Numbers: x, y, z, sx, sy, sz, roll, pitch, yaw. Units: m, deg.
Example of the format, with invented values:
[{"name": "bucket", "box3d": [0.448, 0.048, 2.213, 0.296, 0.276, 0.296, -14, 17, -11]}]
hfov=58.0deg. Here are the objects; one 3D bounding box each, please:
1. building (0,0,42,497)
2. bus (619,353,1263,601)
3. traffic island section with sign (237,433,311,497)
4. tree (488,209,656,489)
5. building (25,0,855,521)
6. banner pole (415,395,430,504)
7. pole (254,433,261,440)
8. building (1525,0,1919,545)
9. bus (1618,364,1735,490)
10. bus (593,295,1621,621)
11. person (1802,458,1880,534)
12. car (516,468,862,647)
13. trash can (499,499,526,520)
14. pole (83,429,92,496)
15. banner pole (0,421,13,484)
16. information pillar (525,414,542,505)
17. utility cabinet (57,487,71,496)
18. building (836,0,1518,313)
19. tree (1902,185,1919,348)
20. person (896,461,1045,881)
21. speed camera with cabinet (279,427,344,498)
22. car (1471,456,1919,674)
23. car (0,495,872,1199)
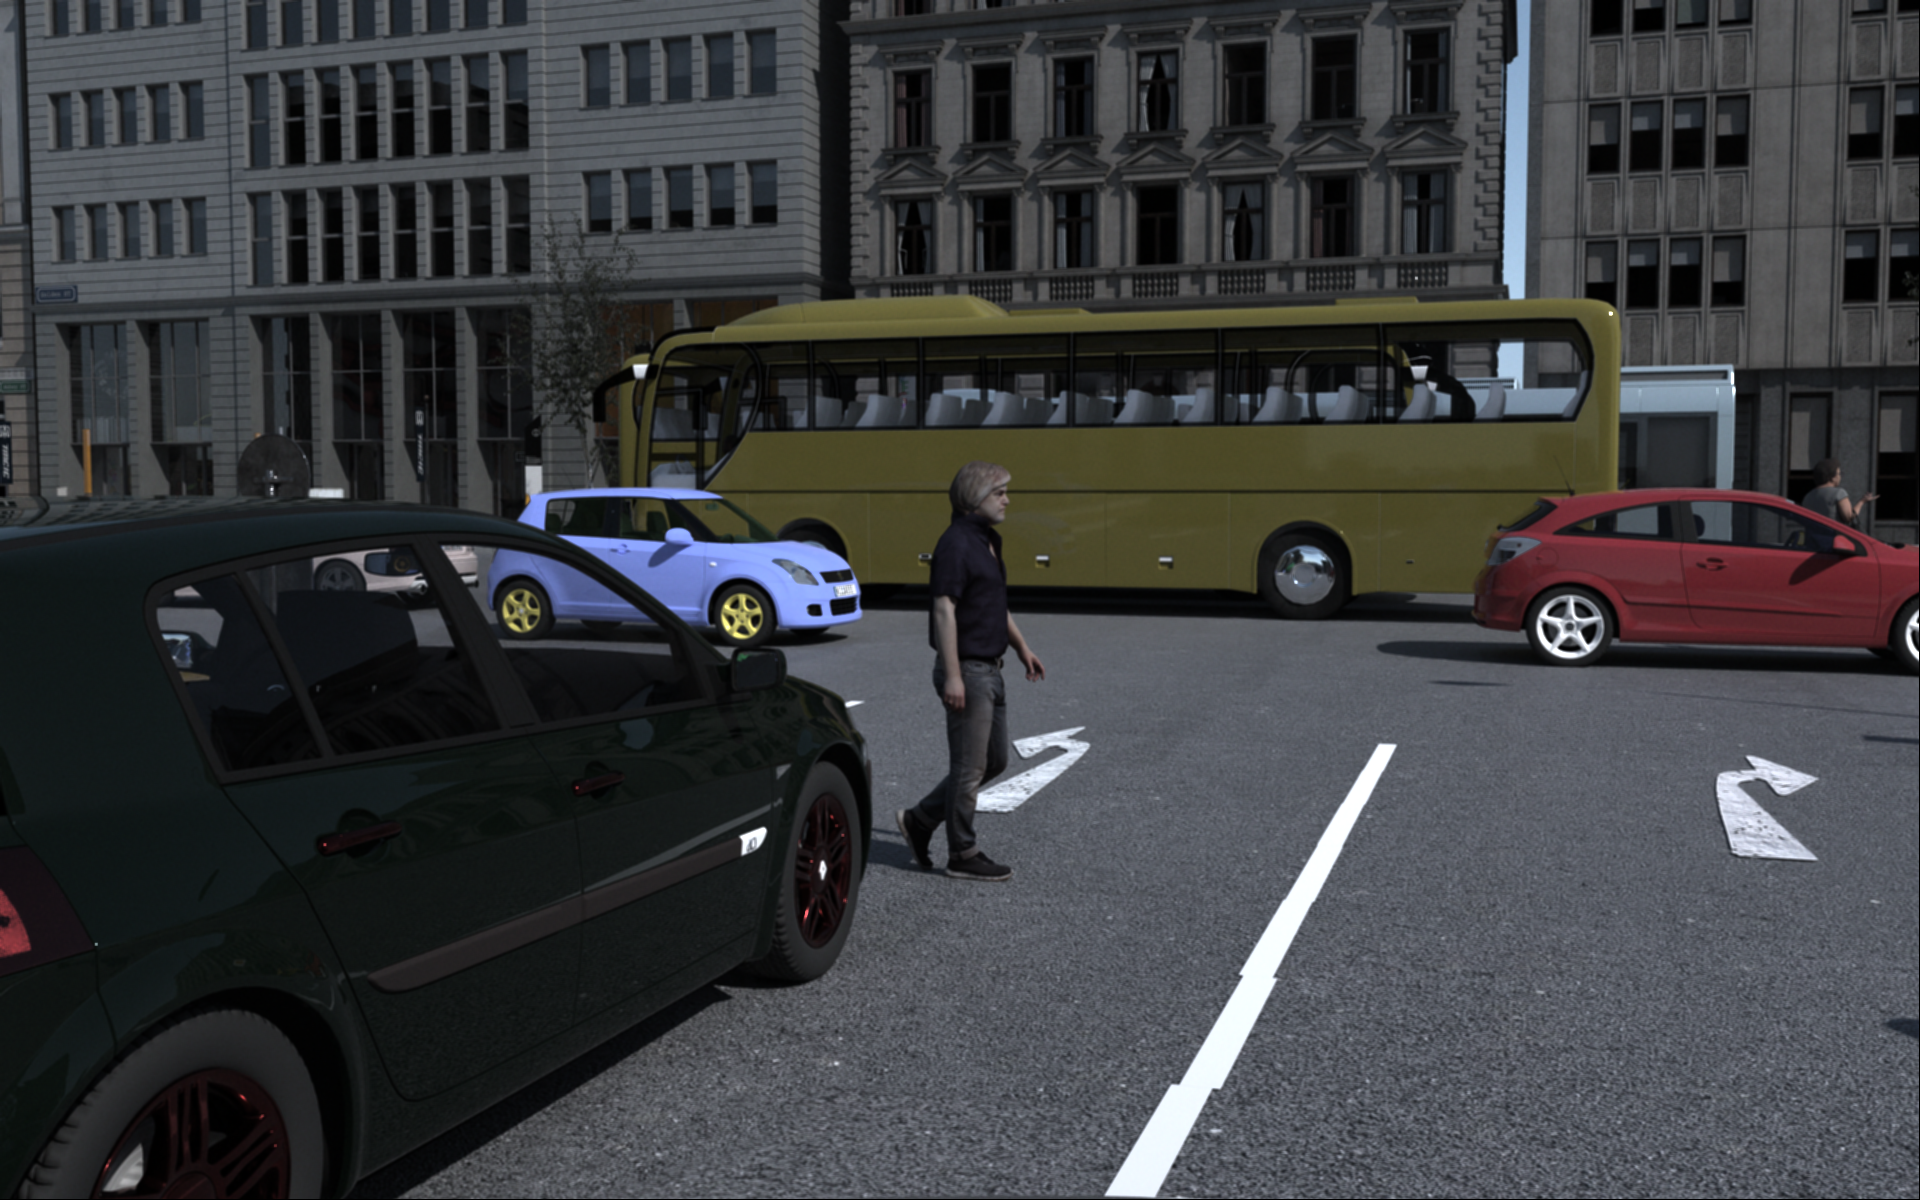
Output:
[{"name": "building", "box3d": [-40.748, -17.432, 70.919, 20.117, 28.700, 13.634, 1, 4, 18]}, {"name": "bus", "box3d": [1.052, -2.057, 25.185, 12.252, 3.916, 2.896, 1, 4, 18]}, {"name": "traffic island section with sign", "box3d": [-5.379, -0.270, 12.554, 2.006, 1.907, 1.989, 1, 4, 18]}, {"name": "tree", "box3d": [-9.642, -5.751, 44.390, 4.360, 8.622, 3.978, 0, 3, 0]}, {"name": "building", "box3d": [-17.033, -17.360, 61.329, 29.804, 29.767, 11.434, 1, 4, 18]}, {"name": "banner pole", "box3d": [-13.523, -3.281, 43.655, 0.401, 3.779, 0.863, 1, 4, 9]}, {"name": "pole", "box3d": [-23.504, -3.926, 58.026, 0.158, 3.312, 0.155, 0, 3, 0]}, {"name": "building", "box3d": [26.236, -14.068, 48.033, 19.932, 24.808, 12.078, 1, 4, 18]}, {"name": "bus", "box3d": [5.002, -2.003, 27.609, 13.247, 3.499, 2.948, 1, 4, 19]}, {"name": "bus", "box3d": [1.577, -1.829, 21.457, 12.252, 3.916, 2.896, 1, 4, 18]}, {"name": "person", "box3d": [8.555, -0.485, 16.793, 0.532, 1.782, 0.716, -1, 4, -22]}, {"name": "car", "box3d": [-2.813, -0.468, 17.237, 3.694, 1.707, 1.945, 1, 4, 19]}, {"name": "trash can", "box3d": [-12.674, -2.291, 49.117, 0.748, 1.137, 0.748, 0, 3, 0]}, {"name": "pole", "box3d": [-27.436, -3.709, 54.483, 0.158, 3.312, 0.155, 0, 3, 0]}, {"name": "banner pole", "box3d": [-28.851, -3.801, 52.164, 0.401, 3.779, 0.863, 1, 4, 16]}, {"name": "information pillar", "box3d": [-12.435, -3.623, 50.589, 0.504, 3.616, 0.183, 0, 4, -7]}, {"name": "utility cabinet", "box3d": [-28.237, -2.808, 54.585, 0.318, 1.500, 1.173, -1, 4, -22]}, {"name": "building", "box3d": [7.061, -13.743, 53.569, 19.941, 23.489, 11.050, 1, 4, 18]}, {"name": "tree", "box3d": [22.384, -5.325, 37.427, 4.360, 8.622, 3.978, 0, 3, 0]}, {"name": "person", "box3d": [0.022, 0.257, 6.506, 0.569, 1.553, 0.471, -3, 5, -42]}, {"name": "speed camera with cabinet", "box3d": [-19.448, -3.501, 51.577, 2.038, 3.252, 0.660, -1, 4, -20]}, {"name": "car", "box3d": [6.677, -0.344, 14.665, 4.494, 1.783, 2.155, 1, 4, 18]}, {"name": "car", "box3d": [-1.560, 0.343, 4.184, 2.009, 1.686, 4.222, 1, 4, 17]}]
